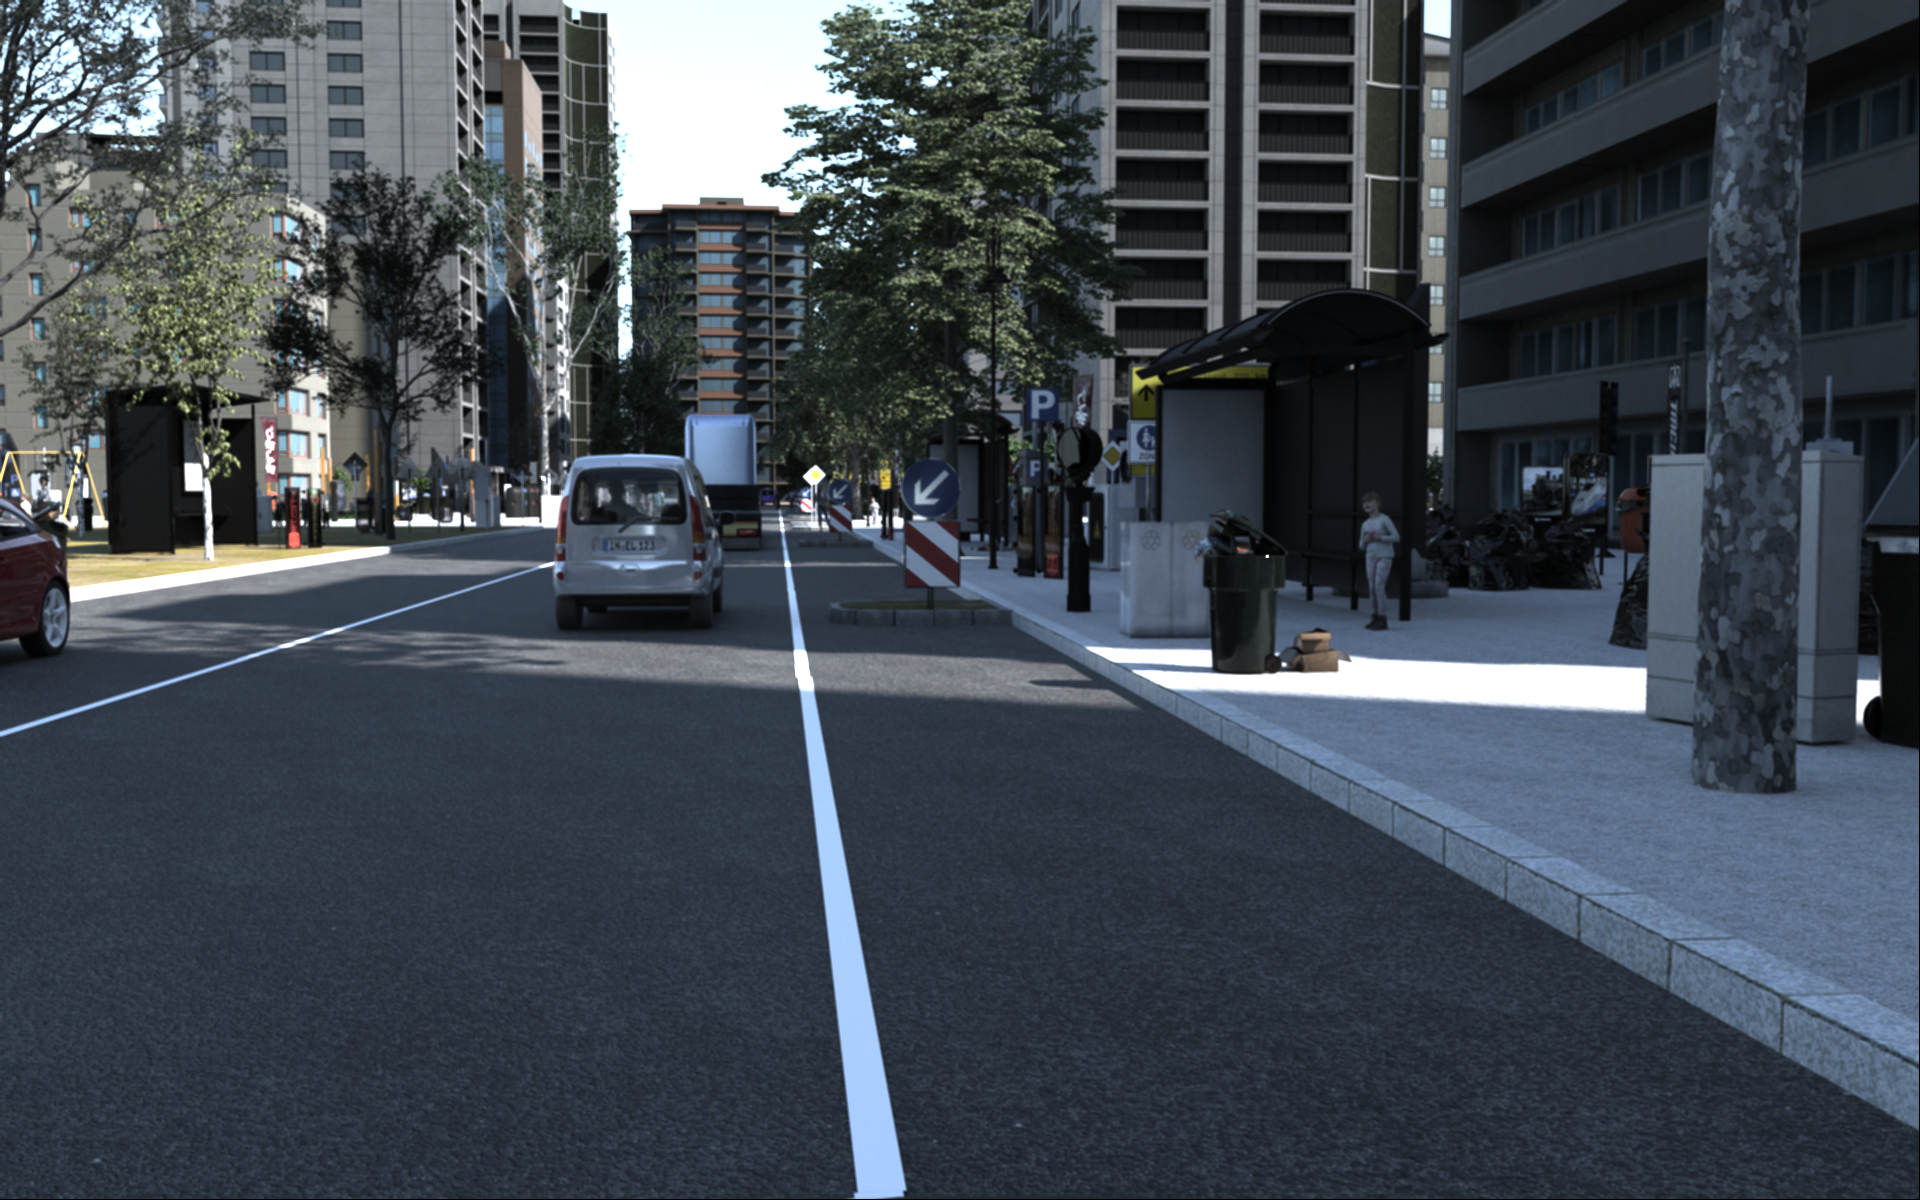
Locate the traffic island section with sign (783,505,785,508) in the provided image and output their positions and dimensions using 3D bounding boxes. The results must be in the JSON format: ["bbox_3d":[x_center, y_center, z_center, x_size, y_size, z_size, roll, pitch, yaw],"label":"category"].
[{"bbox_3d":[-11.949,-7.324,128.374,1.989,1.847,2.006,0,4,-6],"label":"traffic island section with sign"}]

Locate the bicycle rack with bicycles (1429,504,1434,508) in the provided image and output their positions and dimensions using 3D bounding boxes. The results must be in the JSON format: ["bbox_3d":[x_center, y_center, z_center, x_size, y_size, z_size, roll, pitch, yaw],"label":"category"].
[{"bbox_3d":[31.984,-6.637,121.894,2.925,0.926,2.852,0,4,-5],"label":"bicycle rack with bicycles"}]

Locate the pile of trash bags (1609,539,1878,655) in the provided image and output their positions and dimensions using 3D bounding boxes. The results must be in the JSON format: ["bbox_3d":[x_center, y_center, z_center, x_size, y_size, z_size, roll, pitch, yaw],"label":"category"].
[{"bbox_3d":[7.340,-0.285,14.413,3.447,1.369,1.912,-1,4,-15],"label":"pile of trash bags"}]

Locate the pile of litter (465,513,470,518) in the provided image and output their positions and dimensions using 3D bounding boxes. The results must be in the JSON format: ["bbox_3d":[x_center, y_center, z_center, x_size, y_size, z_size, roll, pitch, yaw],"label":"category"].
[{"bbox_3d":[-26.052,-4.839,93.076,1.176,0.858,1.719,1,4,14],"label":"pile of litter"}]

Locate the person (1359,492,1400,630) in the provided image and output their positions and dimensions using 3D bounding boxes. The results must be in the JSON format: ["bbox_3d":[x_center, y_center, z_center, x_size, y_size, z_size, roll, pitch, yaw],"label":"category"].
[{"bbox_3d":[3.955,-0.373,16.424,0.425,1.301,0.394,2,4,35],"label":"person"}]

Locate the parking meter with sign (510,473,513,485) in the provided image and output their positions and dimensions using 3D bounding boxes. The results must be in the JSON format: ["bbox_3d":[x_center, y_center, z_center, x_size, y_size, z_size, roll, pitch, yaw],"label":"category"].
[{"bbox_3d":[-36.617,-9.082,144.754,1.738,3.016,0.543,-2,4,-24],"label":"parking meter with sign"}]

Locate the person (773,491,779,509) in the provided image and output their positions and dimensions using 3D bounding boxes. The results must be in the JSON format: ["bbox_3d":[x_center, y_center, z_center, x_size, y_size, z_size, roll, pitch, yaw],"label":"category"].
[{"bbox_3d":[-17.204,-9.377,162.254,0.568,1.767,0.683,0,4,-5],"label":"person"}]

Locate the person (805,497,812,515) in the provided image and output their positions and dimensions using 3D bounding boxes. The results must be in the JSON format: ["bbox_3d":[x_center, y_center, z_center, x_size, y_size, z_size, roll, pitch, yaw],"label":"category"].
[{"bbox_3d":[-10.370,-6.721,118.934,0.519,1.759,0.362,0,4,7],"label":"person"}]

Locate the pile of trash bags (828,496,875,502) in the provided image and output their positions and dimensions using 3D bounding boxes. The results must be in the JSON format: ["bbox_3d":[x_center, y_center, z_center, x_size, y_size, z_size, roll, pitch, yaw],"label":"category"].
[{"bbox_3d":[-7.838,-7.089,125.659,3.447,1.369,1.912,-1,4,-14],"label":"pile of trash bags"}]

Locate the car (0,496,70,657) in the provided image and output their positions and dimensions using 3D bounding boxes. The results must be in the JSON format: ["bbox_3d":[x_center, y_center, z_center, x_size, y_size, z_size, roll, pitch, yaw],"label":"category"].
[{"bbox_3d":[-8.723,-0.291,13.798,2.155,1.783,4.494,0,4,-7],"label":"car"}]

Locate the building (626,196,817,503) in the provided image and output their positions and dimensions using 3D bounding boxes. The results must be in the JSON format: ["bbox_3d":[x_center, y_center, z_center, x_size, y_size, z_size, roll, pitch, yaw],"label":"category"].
[{"bbox_3d":[-35.890,-36.886,257.712,28.867,44.769,22.147,0,4,-6],"label":"building"}]

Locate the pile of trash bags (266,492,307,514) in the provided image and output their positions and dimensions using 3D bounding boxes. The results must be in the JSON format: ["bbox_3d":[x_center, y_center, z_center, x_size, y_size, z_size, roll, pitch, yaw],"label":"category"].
[{"bbox_3d":[-35.131,-4.950,90.677,1.912,1.369,3.447,1,4,13],"label":"pile of trash bags"}]

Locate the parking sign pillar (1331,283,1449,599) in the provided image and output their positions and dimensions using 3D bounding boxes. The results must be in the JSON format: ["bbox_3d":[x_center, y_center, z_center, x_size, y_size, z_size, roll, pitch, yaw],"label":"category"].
[{"bbox_3d":[5.443,-2.039,21.817,1.447,3.967,1.447,3,4,38],"label":"parking sign pillar"}]

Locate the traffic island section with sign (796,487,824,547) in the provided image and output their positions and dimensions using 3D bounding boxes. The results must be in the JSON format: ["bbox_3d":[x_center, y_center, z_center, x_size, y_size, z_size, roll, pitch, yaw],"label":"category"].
[{"bbox_3d":[-3.412,-2.374,47.445,1.989,1.847,2.006,0,4,-6],"label":"traffic island section with sign"}]

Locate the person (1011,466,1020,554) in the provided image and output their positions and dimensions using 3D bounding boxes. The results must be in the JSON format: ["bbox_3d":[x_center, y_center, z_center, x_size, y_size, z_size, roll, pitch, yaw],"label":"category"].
[{"bbox_3d":[1.253,-1.560,31.817,0.573,1.790,0.520,1,4,17],"label":"person"}]

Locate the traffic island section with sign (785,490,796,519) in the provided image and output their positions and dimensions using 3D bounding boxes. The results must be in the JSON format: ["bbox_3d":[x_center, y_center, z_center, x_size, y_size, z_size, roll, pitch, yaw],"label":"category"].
[{"bbox_3d":[-9.123,-5.684,101.567,1.989,1.847,2.006,0,4,-6],"label":"traffic island section with sign"}]

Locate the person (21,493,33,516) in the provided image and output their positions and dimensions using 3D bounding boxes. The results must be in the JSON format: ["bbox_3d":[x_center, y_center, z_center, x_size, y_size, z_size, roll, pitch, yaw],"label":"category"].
[{"bbox_3d":[-21.883,-1.844,40.477,0.394,1.301,0.425,-1,4,-17],"label":"person"}]

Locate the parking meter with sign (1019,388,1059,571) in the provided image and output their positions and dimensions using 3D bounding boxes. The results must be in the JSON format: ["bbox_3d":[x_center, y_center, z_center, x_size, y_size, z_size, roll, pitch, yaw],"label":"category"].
[{"bbox_3d":[1.274,-2.023,29.336,0.543,3.016,1.738,0,4,-5],"label":"parking meter with sign"}]

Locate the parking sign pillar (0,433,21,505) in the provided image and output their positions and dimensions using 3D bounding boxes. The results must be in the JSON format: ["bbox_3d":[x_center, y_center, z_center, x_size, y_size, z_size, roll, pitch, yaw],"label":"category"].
[{"bbox_3d":[-41.684,-5.355,76.024,1.447,3.967,1.447,-3,5,-44],"label":"parking sign pillar"}]

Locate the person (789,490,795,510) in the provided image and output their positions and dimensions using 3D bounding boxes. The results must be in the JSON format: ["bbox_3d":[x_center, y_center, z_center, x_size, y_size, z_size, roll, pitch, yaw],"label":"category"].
[{"bbox_3d":[-14.906,-8.941,154.558,0.599,1.838,0.709,1,4,22],"label":"person"}]

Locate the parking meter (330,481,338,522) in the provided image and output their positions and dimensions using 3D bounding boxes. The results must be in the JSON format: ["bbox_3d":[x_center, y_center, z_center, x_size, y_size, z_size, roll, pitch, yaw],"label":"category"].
[{"bbox_3d":[-28.832,-4.532,79.802,0.255,1.863,0.399,-1,4,-12],"label":"parking meter"}]

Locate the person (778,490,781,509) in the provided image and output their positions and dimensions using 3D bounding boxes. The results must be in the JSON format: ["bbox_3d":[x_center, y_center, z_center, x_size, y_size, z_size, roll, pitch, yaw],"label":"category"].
[{"bbox_3d":[-17.892,-9.918,170.677,0.705,1.822,1.348,-1,4,-13],"label":"person"}]

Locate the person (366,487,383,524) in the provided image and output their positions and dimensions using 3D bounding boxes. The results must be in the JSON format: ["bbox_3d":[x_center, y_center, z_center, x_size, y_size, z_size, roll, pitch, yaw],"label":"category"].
[{"bbox_3d":[-22.479,-3.678,66.533,0.623,1.781,0.721,-1,4,-14],"label":"person"}]

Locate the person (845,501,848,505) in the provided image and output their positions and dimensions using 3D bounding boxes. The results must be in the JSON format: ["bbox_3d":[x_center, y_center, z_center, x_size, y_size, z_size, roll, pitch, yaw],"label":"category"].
[{"bbox_3d":[-6.998,-6.040,105.146,0.623,1.781,0.721,-2,4,-35],"label":"person"}]

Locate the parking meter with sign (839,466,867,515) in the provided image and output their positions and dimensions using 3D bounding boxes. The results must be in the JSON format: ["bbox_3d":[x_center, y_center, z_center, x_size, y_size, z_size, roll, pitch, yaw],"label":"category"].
[{"bbox_3d":[-6.562,-6.734,106.360,1.738,3.016,0.543,0,4,-7],"label":"parking meter with sign"}]

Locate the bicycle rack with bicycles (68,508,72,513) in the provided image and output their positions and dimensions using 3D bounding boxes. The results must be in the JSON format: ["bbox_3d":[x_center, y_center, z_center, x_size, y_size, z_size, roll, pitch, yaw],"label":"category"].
[{"bbox_3d":[-69.832,-7.474,135.577,2.852,0.926,2.925,-2,4,-25],"label":"bicycle rack with bicycles"}]

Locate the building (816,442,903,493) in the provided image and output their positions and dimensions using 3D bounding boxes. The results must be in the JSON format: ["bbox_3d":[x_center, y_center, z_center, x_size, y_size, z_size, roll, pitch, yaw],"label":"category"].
[{"bbox_3d":[-7.268,-25.689,265.052,28.899,21.520,27.650,0,4,-6],"label":"building"}]

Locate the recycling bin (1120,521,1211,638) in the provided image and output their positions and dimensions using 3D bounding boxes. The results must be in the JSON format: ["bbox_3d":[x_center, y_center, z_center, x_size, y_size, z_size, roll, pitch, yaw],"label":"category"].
[{"bbox_3d":[1.861,-0.195,15.750,0.722,1.027,0.722,0,4,-3],"label":"recycling bin"}]

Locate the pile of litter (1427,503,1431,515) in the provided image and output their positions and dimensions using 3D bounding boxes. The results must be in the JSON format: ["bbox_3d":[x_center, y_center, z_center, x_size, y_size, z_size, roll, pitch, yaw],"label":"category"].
[{"bbox_3d":[24.166,-4.695,90.733,1.719,0.858,1.176,-1,4,-14],"label":"pile of litter"}]

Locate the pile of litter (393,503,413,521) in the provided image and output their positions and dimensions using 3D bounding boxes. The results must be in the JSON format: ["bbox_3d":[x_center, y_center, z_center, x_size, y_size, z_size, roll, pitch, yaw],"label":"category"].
[{"bbox_3d":[-26.582,-4.149,81.796,1.176,0.858,1.719,3,5,40],"label":"pile of litter"}]

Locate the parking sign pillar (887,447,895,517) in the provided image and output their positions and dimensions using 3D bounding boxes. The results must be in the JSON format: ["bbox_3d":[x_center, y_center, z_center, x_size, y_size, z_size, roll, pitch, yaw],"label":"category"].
[{"bbox_3d":[-3.638,-6.762,99.024,1.447,3.967,1.447,1,4,9],"label":"parking sign pillar"}]

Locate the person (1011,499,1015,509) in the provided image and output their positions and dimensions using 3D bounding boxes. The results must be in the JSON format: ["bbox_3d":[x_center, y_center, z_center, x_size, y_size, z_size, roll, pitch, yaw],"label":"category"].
[{"bbox_3d":[1.366,-1.832,37.801,0.589,1.601,0.330,-3,5,-45],"label":"person"}]

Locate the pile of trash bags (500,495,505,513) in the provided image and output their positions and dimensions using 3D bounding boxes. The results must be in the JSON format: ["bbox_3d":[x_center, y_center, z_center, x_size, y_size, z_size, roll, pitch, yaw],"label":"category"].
[{"bbox_3d":[-30.259,-6.509,116.177,1.912,1.369,3.447,0,4,7],"label":"pile of trash bags"}]

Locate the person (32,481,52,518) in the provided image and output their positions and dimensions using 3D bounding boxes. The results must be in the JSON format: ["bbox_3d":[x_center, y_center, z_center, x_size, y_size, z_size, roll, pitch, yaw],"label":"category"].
[{"bbox_3d":[-28.914,-2.955,54.704,0.624,1.780,0.694,3,4,38],"label":"person"}]

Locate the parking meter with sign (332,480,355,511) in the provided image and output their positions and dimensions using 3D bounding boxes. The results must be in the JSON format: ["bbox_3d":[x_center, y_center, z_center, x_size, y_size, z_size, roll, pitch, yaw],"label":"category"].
[{"bbox_3d":[-32.767,-5.818,91.378,1.738,3.016,0.543,-1,4,-20],"label":"parking meter with sign"}]

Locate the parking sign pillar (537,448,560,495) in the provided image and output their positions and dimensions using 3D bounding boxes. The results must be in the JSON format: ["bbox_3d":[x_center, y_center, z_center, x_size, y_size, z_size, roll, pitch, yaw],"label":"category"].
[{"bbox_3d":[-24.214,-6.939,101.926,1.447,3.967,1.447,0,4,-5],"label":"parking sign pillar"}]

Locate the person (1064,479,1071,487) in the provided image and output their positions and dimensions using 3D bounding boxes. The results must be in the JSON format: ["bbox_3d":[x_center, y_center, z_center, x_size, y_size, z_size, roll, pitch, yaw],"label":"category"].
[{"bbox_3d":[3.802,-3.363,61.246,0.699,1.804,1.509,0,4,2],"label":"person"}]

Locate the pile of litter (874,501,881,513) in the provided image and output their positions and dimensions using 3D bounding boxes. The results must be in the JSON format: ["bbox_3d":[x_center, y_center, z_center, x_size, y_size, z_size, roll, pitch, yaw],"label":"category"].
[{"bbox_3d":[-5.876,-6.211,115.513,1.176,0.858,1.719,-3,5,-40],"label":"pile of litter"}]

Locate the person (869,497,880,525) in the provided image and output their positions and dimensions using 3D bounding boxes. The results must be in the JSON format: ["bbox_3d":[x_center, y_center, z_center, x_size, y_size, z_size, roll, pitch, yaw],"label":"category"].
[{"bbox_3d":[-3.517,-3.591,71.498,0.425,1.301,0.394,-1,4,-16],"label":"person"}]

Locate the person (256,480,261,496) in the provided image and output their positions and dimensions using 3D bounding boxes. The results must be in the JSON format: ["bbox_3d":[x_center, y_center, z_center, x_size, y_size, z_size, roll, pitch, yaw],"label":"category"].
[{"bbox_3d":[-24.769,-3.334,61.040,0.515,1.767,0.782,-2,4,-35],"label":"person"}]

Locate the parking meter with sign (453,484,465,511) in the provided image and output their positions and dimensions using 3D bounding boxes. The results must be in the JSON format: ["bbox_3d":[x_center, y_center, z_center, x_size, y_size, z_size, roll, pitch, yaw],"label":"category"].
[{"bbox_3d":[-37.154,-8.095,128.607,0.543,3.016,1.738,-3,4,-39],"label":"parking meter with sign"}]

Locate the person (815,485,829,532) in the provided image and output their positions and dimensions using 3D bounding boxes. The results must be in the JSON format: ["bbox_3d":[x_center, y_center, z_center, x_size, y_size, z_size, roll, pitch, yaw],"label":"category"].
[{"bbox_3d":[-5.195,-3.499,65.976,0.520,1.790,0.573,-3,4,-39],"label":"person"}]

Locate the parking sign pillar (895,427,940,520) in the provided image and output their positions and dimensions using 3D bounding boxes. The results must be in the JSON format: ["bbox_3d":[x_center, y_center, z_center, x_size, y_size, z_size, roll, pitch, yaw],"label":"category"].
[{"bbox_3d":[-1.439,-4.804,67.024,1.447,3.967,1.447,-2,4,-32],"label":"parking sign pillar"}]

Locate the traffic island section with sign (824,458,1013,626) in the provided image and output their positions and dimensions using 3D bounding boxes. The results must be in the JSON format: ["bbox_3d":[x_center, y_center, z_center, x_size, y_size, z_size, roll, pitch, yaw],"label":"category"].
[{"bbox_3d":[-0.503,-0.686,19.844,1.989,1.847,2.006,0,4,-6],"label":"traffic island section with sign"}]

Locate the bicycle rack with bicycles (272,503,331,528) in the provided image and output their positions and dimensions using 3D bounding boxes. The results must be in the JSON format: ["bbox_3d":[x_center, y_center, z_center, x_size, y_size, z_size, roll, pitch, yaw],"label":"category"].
[{"bbox_3d":[-25.216,-3.214,65.931,2.852,0.926,2.925,-1,4,-21],"label":"bicycle rack with bicycles"}]

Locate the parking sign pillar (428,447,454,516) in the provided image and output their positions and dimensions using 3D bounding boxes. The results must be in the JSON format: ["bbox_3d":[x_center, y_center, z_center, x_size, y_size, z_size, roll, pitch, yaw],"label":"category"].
[{"bbox_3d":[-30.119,-6.847,100.418,1.447,3.967,1.447,1,4,11],"label":"parking sign pillar"}]

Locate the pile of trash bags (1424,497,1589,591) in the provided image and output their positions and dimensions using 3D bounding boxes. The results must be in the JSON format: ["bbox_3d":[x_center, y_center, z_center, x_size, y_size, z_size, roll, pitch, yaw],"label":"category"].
[{"bbox_3d":[8.165,-0.873,24.018,3.447,1.369,1.912,-1,4,-15],"label":"pile of trash bags"}]

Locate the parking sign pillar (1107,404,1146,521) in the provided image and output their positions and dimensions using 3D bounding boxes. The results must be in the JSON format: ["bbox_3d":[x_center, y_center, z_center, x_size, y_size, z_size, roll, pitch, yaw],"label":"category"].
[{"bbox_3d":[5.023,-3.865,51.670,1.447,3.967,1.447,3,5,42],"label":"parking sign pillar"}]

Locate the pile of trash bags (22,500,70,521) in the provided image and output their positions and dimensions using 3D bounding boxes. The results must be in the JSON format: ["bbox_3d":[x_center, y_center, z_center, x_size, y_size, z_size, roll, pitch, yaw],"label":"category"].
[{"bbox_3d":[-43.052,-4.292,79.932,1.912,1.369,3.447,2,4,31],"label":"pile of trash bags"}]
